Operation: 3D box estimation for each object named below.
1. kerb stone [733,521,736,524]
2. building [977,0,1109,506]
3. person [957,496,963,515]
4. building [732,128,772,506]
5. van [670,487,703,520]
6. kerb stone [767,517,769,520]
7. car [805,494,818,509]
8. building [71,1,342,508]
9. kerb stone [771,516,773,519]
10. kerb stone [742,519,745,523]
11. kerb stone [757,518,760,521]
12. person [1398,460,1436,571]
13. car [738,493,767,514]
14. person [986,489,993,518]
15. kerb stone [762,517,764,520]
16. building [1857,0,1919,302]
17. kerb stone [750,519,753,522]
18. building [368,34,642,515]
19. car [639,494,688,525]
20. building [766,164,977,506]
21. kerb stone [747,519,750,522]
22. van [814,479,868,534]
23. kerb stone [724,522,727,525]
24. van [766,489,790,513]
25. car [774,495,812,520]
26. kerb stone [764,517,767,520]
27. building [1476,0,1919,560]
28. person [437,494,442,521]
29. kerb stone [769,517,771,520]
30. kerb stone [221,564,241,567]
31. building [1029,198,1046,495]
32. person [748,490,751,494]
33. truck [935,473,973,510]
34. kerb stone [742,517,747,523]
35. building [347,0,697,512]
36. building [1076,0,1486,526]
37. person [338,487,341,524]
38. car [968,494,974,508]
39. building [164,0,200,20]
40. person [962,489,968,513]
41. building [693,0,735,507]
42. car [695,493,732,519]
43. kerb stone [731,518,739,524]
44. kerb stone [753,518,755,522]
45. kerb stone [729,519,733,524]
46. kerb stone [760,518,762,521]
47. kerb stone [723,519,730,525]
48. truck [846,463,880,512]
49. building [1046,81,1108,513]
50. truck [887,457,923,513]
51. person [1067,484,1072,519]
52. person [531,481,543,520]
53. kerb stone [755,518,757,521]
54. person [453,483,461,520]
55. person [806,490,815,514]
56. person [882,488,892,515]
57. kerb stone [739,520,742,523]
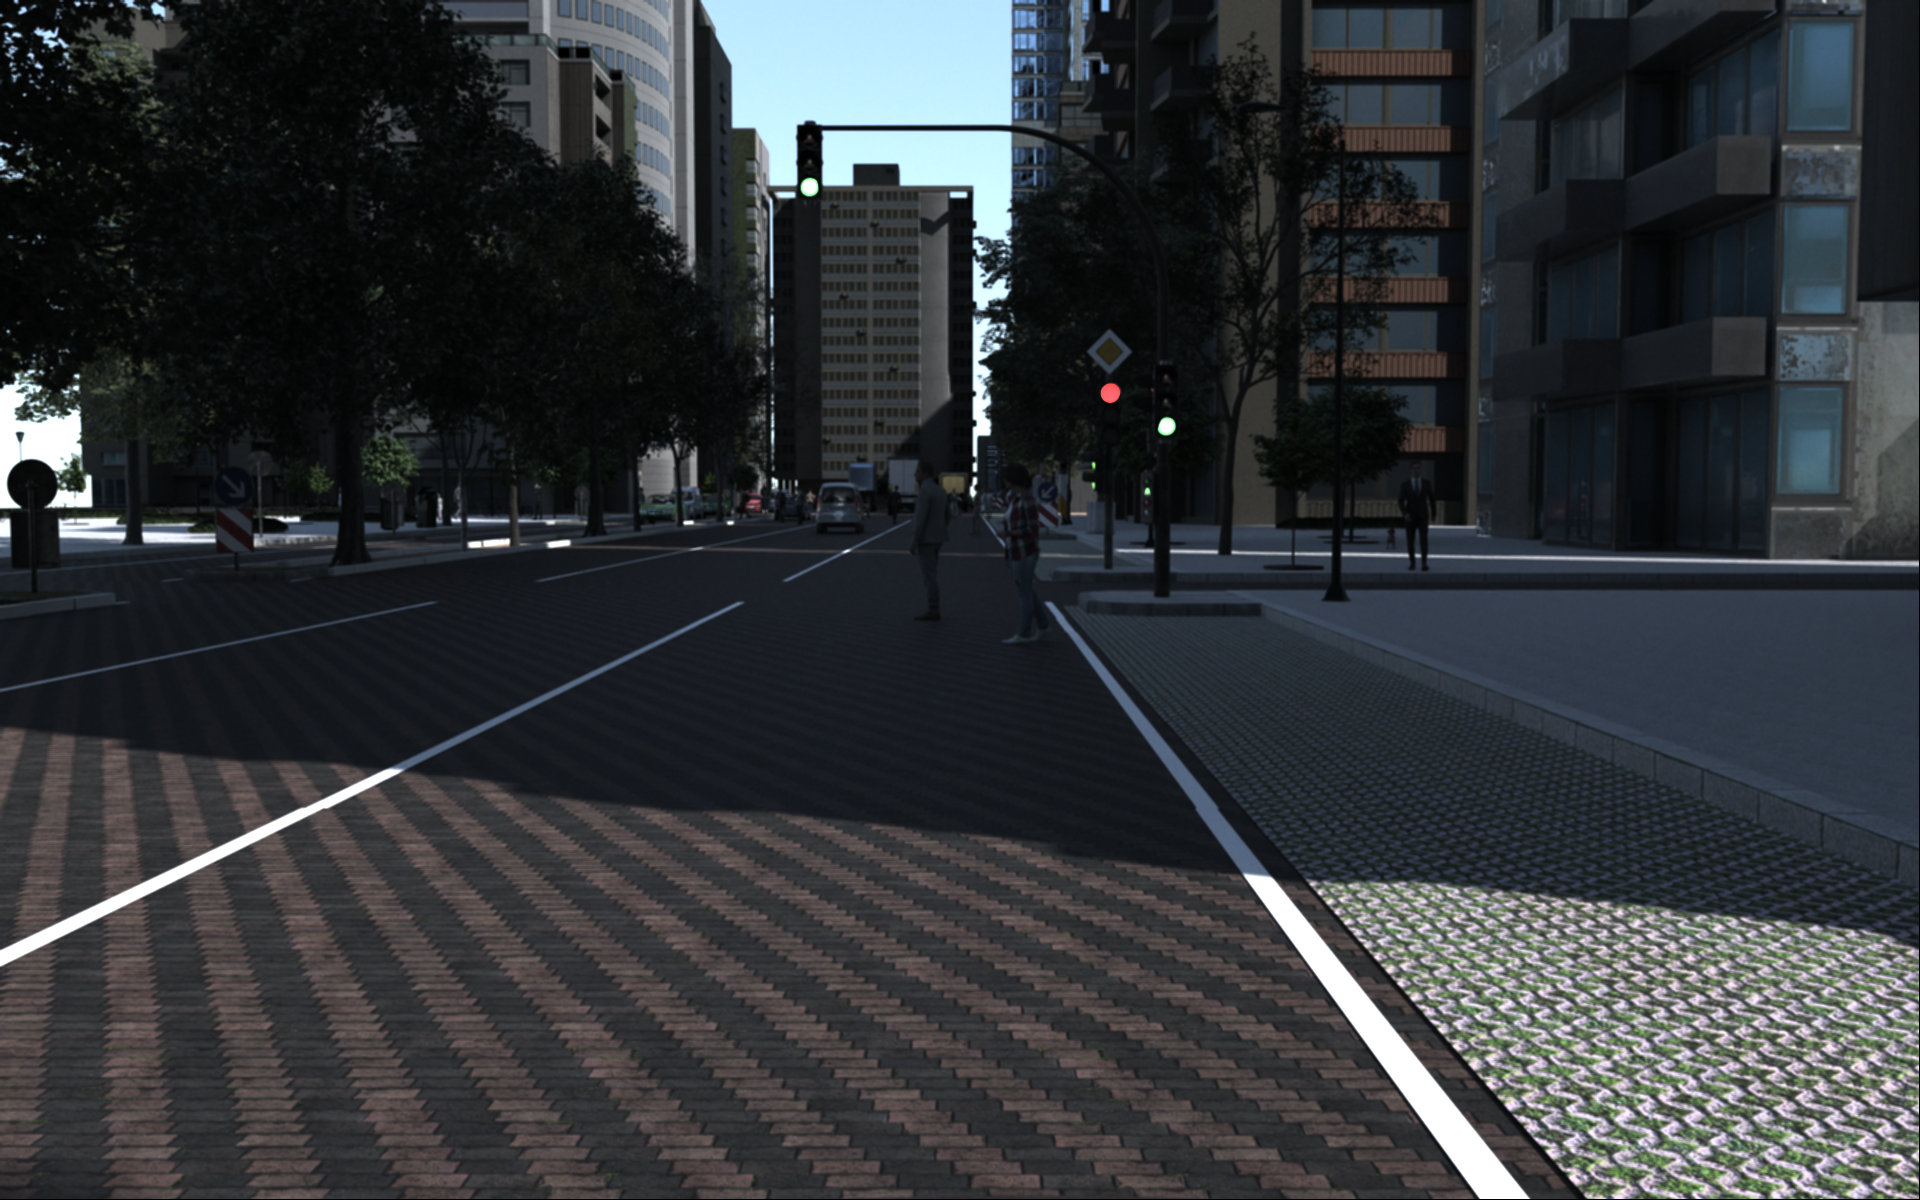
[{"bbox_3d":[-10.824,-3.648,81.948,0.120,0.150,1.000,0,4,0],"label":"kerb stone"},{"bbox_3d":[17.476,-54.192,198.712,31.000,86.520,22.319,0,4,0],"label":"building"},{"bbox_3d":[-0.172,-6.358,115.640,0.628,1.438,0.799,1,4,18],"label":"person"},{"bbox_3d":[-29.076,-31.380,196.663,14.086,41.232,14.154,0,4,0],"label":"building"},{"bbox_3d":[-15.496,-5.515,97.180,2.013,2.044,4.112,0,4,1],"label":"van"},{"bbox_3d":[-10.784,-4.469,95.289,0.120,0.150,1.000,0,4,0],"label":"kerb stone"},{"bbox_3d":[-14.667,-9.773,168.821,2.155,1.783,4.494,0,4,0],"label":"car"},{"bbox_3d":[-69.646,-33.241,167.192,21.600,48.544,21.300,0,4,0],"label":"building"},{"bbox_3d":[-10.780,-4.596,97.336,0.120,0.150,1.000,0,4,0],"label":"kerb stone"},{"bbox_3d":[-10.812,-3.836,85.027,0.120,0.150,1.000,0,4,0],"label":"kerb stone"},{"bbox_3d":[-10.795,-4.219,91.182,0.120,0.150,1.000,0,4,0],"label":"kerb stone"},{"bbox_3d":[7.673,-1.418,29.000,0.659,1.850,0.755,1,4,9],"label":"person"},{"bbox_3d":[-15.274,-7.272,127.944,2.155,1.783,4.494,0,4,-1],"label":"car"},{"bbox_3d":[1.659,-5.661,101.624,0.480,1.755,0.524,2,4,30],"label":"person"},{"bbox_3d":[-10.795,-4.345,93.238,0.120,0.150,1.000,0,4,0],"label":"kerb stone"},{"bbox_3d":[13.681,-19.896,8.899,14.154,41.232,14.086,0,4,0],"label":"building"},{"bbox_3d":[-10.801,-4.031,88.110,0.120,0.150,1.000,0,4,0],"label":"kerb stone"},{"bbox_3d":[-29.175,-20.862,112.787,14.160,30.474,14.107,0,4,0],"label":"building"},{"bbox_3d":[-14.096,-4.308,82.233,2.131,1.459,4.920,0,4,0],"label":"car"},{"bbox_3d":[-10.002,-31.465,206.329,23.993,40.220,32.217,0,4,0],"label":"building"},{"bbox_3d":[-10.813,-3.969,87.088,0.120,0.150,1.000,0,4,0],"label":"kerb stone"},{"bbox_3d":[-4.422,-3.497,64.183,2.013,2.044,4.112,0,4,-1],"label":"van"},{"bbox_3d":[-10.834,-3.467,78.877,0.120,0.150,1.000,0,4,0],"label":"kerb stone"},{"bbox_3d":[-14.028,-7.770,134.050,2.013,2.044,4.112,0,4,0],"label":"van"},{"bbox_3d":[-9.204,-5.095,95.309,2.014,1.417,4.499,0,3,0],"label":"car"},{"bbox_3d":[-10.786,-4.408,94.266,0.120,0.150,1.000,0,4,0],"label":"kerb stone"},{"bbox_3d":[28.555,-25.819,41.756,30.456,49.044,23.786,0,4,0],"label":"building"},{"bbox_3d":[-24.984,-4.450,83.085,0.425,1.301,0.394,0,4,3],"label":"person"},{"bbox_3d":[-10.786,-4.532,96.314,0.120,0.150,1.000,0,4,0],"label":"kerb stone"},{"bbox_3d":[-13.064,-0.516,30.708,0.120,0.150,1.000,0,4,0],"label":"kerb stone"},{"bbox_3d":[13.834,-24.428,171.093,14.160,30.474,14.107,0,4,0],"label":"building"},{"bbox_3d":[-21.305,-10.377,175.695,1.348,1.826,0.705,-3,4,-37],"label":"person"},{"bbox_3d":[-0.558,-9.836,156.735,3.469,3.379,9.791,0,4,0],"label":"truck"},{"bbox_3d":[-10.811,-3.905,86.049,0.120,0.150,1.000,0,4,0],"label":"kerb stone"},{"bbox_3d":[-33.138,-36.174,133.440,21.231,58.520,28.212,0,4,0],"label":"building"},{"bbox_3d":[17.259,-26.176,82.605,22.147,44.769,28.867,0,4,0],"label":"building"},{"bbox_3d":[-26.566,-4.075,74.486,0.589,1.601,0.330,3,5,45],"label":"person"},{"bbox_3d":[0.474,-10.185,175.324,1.959,1.807,4.718,0,4,1],"label":"car"},{"bbox_3d":[-76.870,-46.525,198.929,20.611,71.187,20.563,0,4,0],"label":"building"},{"bbox_3d":[0.394,-7.604,132.925,0.705,1.812,1.348,1,4,17],"label":"person"},{"bbox_3d":[-33.845,-33.263,167.549,21.600,48.544,21.300,0,4,0],"label":"building"},{"bbox_3d":[-14.491,-5.679,101.652,1.959,1.807,4.718,0,4,0],"label":"car"},{"bbox_3d":[-10.822,-3.710,82.976,0.120,0.150,1.000,0,4,0],"label":"kerb stone"},{"bbox_3d":[-10.800,-4.094,89.132,0.120,0.150,1.000,0,4,0],"label":"kerb stone"},{"bbox_3d":[-10.829,-3.592,80.921,0.120,0.150,1.000,0,4,0],"label":"kerb stone"},{"bbox_3d":[-10.792,-4.282,92.216,0.120,0.150,1.000,0,4,0],"label":"kerb stone"},{"bbox_3d":[-10.835,-3.529,79.899,0.120,0.150,1.000,0,4,0],"label":"kerb stone"},{"bbox_3d":[-8.283,-9.373,143.005,2.967,4.110,18.799,0,4,-1],"label":"truck"},{"bbox_3d":[13.807,-21.592,124.735,14.160,30.474,14.107,0,4,0],"label":"building"},{"bbox_3d":[-4.184,-8.951,135.266,2.839,4.237,11.283,0,4,0],"label":"truck"},{"bbox_3d":[5.461,-5.089,89.419,0.590,1.801,0.661,-3,4,-37],"label":"person"},{"bbox_3d":[-20.699,-4.858,84.828,0.474,1.900,0.648,-3,4,-39],"label":"person"},{"bbox_3d":[-10.796,-4.155,90.156,0.120,0.150,1.000,0,4,0],"label":"kerb stone"},{"bbox_3d":[-25.017,-4.919,86.570,0.679,1.850,0.850,3,4,36],"label":"person"},{"bbox_3d":[-10.837,-7.117,125.389,0.617,1.759,0.750,1,4,10],"label":"person"},{"bbox_3d":[-4.714,-6.570,116.055,0.705,1.807,1.348,-3,5,-39],"label":"person"},{"bbox_3d":[-10.813,-3.780,84.004,0.120,0.150,1.000,0,4,0],"label":"kerb stone"}]
